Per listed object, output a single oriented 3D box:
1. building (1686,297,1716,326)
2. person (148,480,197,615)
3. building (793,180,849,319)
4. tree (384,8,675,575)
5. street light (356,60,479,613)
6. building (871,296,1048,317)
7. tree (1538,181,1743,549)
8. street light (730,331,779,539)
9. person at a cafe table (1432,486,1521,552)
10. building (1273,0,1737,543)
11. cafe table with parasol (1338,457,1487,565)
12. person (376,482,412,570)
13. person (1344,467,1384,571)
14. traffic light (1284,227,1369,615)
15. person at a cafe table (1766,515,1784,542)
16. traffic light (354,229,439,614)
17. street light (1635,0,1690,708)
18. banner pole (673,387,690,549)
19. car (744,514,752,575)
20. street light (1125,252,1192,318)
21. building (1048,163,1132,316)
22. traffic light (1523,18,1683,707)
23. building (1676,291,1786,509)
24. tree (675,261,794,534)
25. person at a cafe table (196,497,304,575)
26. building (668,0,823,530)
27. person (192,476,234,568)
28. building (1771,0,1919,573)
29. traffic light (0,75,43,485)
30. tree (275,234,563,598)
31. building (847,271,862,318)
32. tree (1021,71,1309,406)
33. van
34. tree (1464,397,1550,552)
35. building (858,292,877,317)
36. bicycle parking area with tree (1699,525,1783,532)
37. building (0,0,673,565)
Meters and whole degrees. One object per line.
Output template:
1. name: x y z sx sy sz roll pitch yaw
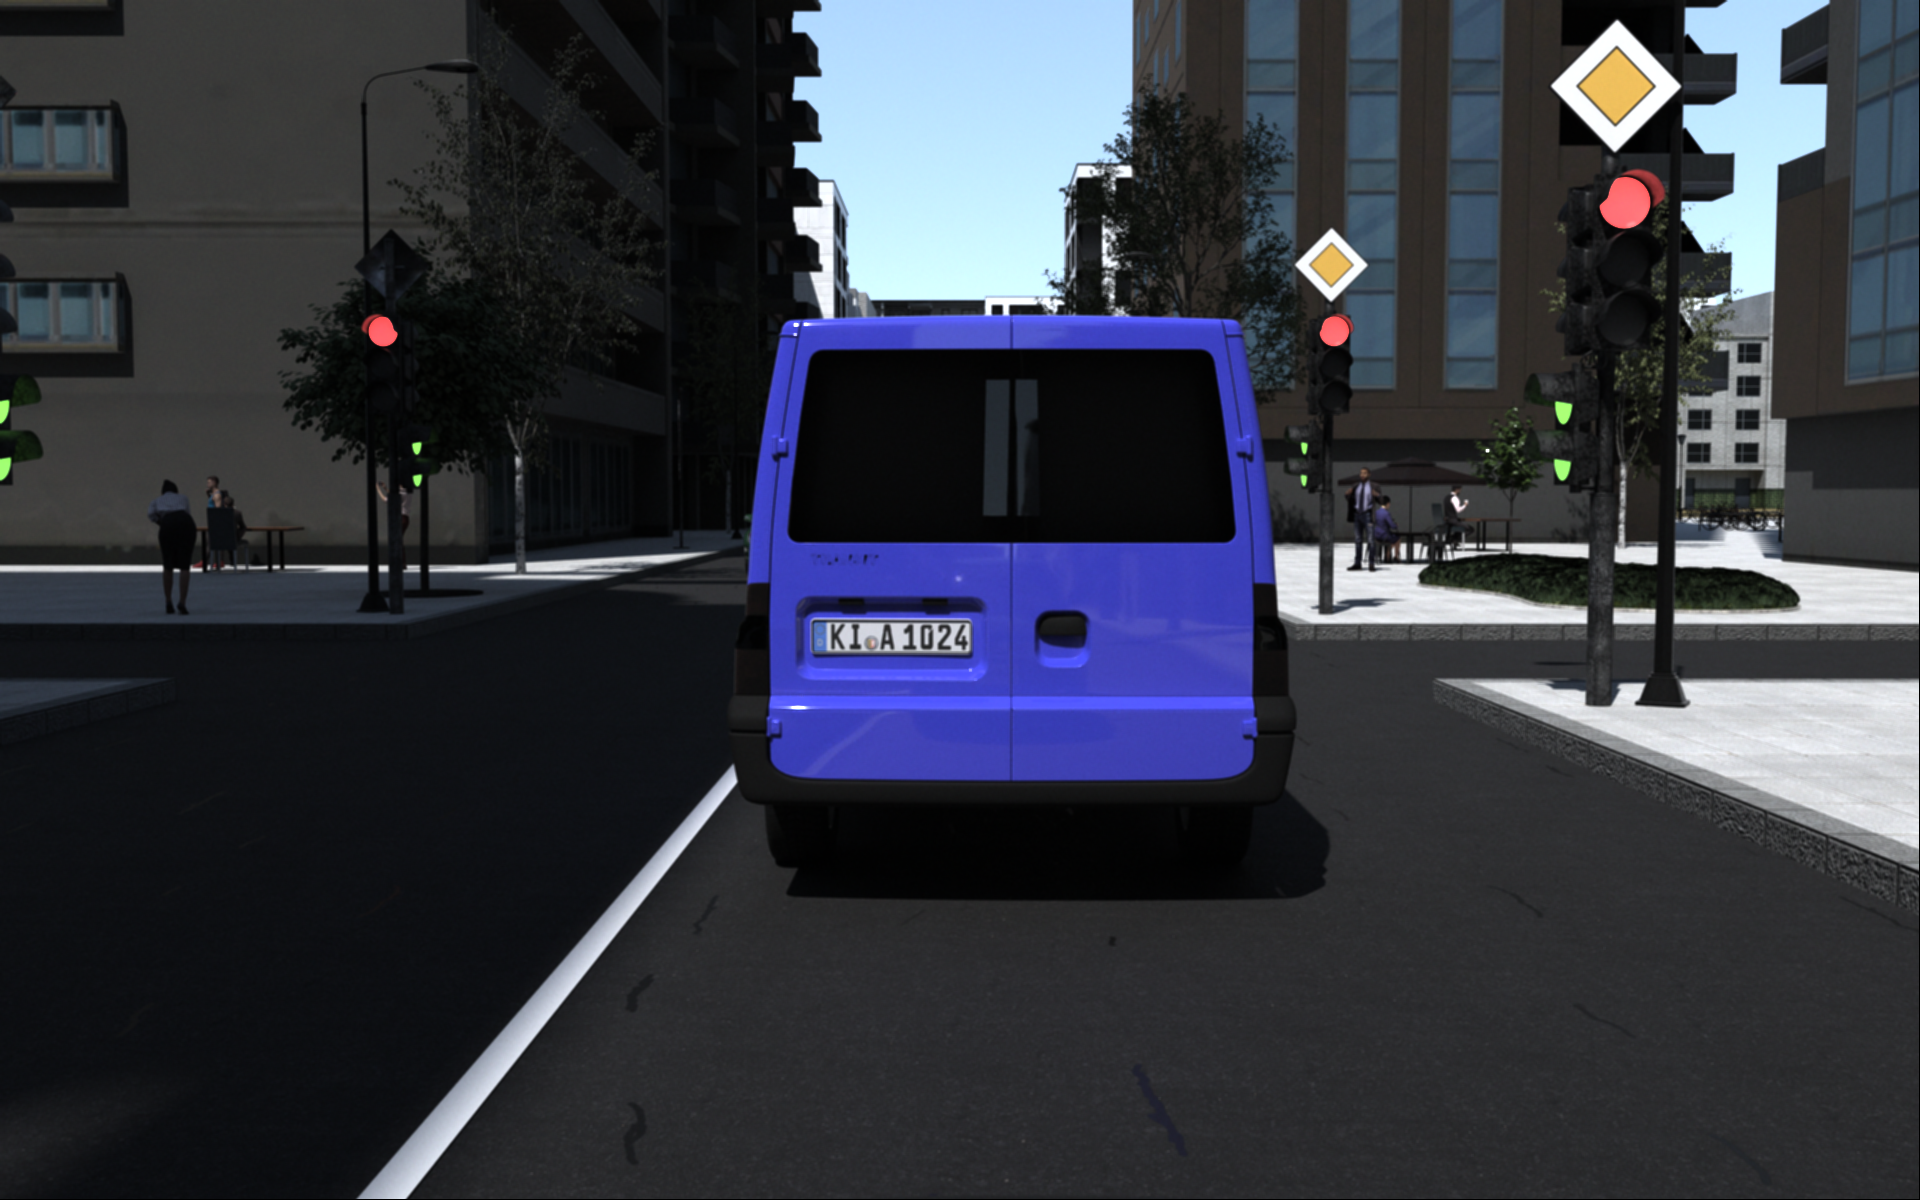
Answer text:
1. building: 61.788 -21.369 193.351 32.646 21.610 27.936 0 4 0
2. person: -8.423 -0.573 18.600 0.799 1.438 0.628 2 4 30
3. building: -22.138 -16.321 110.822 27.936 21.610 32.646 0 4 0
4. tree: -6.773 -4.713 27.421 4.360 8.622 3.978 0 3 0
5. street light: -5.847 -2.823 18.700 1.470 5.913 1.316 0 4 0
6. building: 0.484 -21.343 192.930 32.646 21.610 27.936 0 4 0
7. tree: 15.715 -5.495 40.207 4.737 8.622 4.395 0 3 0
8. street light: -5.837 -4.697 49.334 1.470 5.913 1.316 0 4 0
9. person at a cafe table: 11.484 -1.869 39.079 1.622 1.524 1.698 -1 4 -12
10. building: 12.659 -24.480 50.364 14.600 45.320 14.200 0 4 0
11. cafe table with parasol: 8.284 -1.650 31.837 2.610 1.966 2.610 2 4 32
12. person: -9.555 -1.333 29.294 0.566 1.644 0.517 3 5 45
13. person: 6.700 -1.342 28.804 0.655 1.722 0.431 3 5 41
14. traffic light: 3.890 -1.803 18.394 0.839 4.253 0.868 0 4 0
15. person at a cafe table: 22.729 -2.149 45.998 1.698 1.238 1.726 -1 4 -12
16. traffic light: -6.011 -1.804 18.415 0.839 4.253 0.868 0 4 0
17. street light: 3.746 -2.315 10.396 1.470 5.913 1.316 0 4 0
18. banner pole: -6.550 -3.088 40.503 0.401 3.779 0.863 0 4 -5
19. car: -2.837 -1.233 31.958 2.131 1.459 4.920 0 4 1
20. street light: 3.875 -3.722 33.397 1.470 5.913 1.316 0 4 0
21. building: 21.213 -17.096 123.491 27.936 21.610 32.646 0 4 0
22. traffic light: 3.860 -1.314 10.409 0.839 4.253 0.868 0 4 0
23. building: 63.162 -17.917 159.402 31.486 18.905 16.747 0 4 0
24. tree: -7.338 -6.453 55.862 4.737 8.622 4.395 0 3 0
25. person at a cafe table: -11.824 -1.067 28.310 1.698 1.238 1.726 0 4 -7
26. building: -17.555 -25.618 73.480 22.147 44.769 28.867 0 4 0
27. person: -12.973 -1.355 30.063 0.662 1.594 0.647 -3 5 -41
28. building: 22.345 -22.899 24.512 14.200 45.320 14.600 0 4 0
29. traffic light: -6.041 -1.316 10.430 0.839 4.253 0.868 0 4 0
30. tree: -6.754 -2.337 21.926 4.285 4.588 4.351 0 3 0
31. building: -16.149 -17.616 144.440 16.016 20.091 11.380 0 4 0
32. tree: 4.880 -6.404 39.123 7.601 10.594 8.767 0 4 -7
33. van: 0.210 -0.244 8.376 2.240 2.365 5.245 0 4 1
34. tree: 11.206 -2.461 34.837 1.663 3.219 1.824 0 3 0
35. building: -23.867 -17.966 160.200 31.486 18.905 16.747 0 4 0
36. bicycle parking area with tree: 30.275 -4.532 61.093 8.231 4.147 9.016 -3 5 -42
37. building: -19.325 -25.474 40.200 21.300 48.544 21.600 0 4 0
